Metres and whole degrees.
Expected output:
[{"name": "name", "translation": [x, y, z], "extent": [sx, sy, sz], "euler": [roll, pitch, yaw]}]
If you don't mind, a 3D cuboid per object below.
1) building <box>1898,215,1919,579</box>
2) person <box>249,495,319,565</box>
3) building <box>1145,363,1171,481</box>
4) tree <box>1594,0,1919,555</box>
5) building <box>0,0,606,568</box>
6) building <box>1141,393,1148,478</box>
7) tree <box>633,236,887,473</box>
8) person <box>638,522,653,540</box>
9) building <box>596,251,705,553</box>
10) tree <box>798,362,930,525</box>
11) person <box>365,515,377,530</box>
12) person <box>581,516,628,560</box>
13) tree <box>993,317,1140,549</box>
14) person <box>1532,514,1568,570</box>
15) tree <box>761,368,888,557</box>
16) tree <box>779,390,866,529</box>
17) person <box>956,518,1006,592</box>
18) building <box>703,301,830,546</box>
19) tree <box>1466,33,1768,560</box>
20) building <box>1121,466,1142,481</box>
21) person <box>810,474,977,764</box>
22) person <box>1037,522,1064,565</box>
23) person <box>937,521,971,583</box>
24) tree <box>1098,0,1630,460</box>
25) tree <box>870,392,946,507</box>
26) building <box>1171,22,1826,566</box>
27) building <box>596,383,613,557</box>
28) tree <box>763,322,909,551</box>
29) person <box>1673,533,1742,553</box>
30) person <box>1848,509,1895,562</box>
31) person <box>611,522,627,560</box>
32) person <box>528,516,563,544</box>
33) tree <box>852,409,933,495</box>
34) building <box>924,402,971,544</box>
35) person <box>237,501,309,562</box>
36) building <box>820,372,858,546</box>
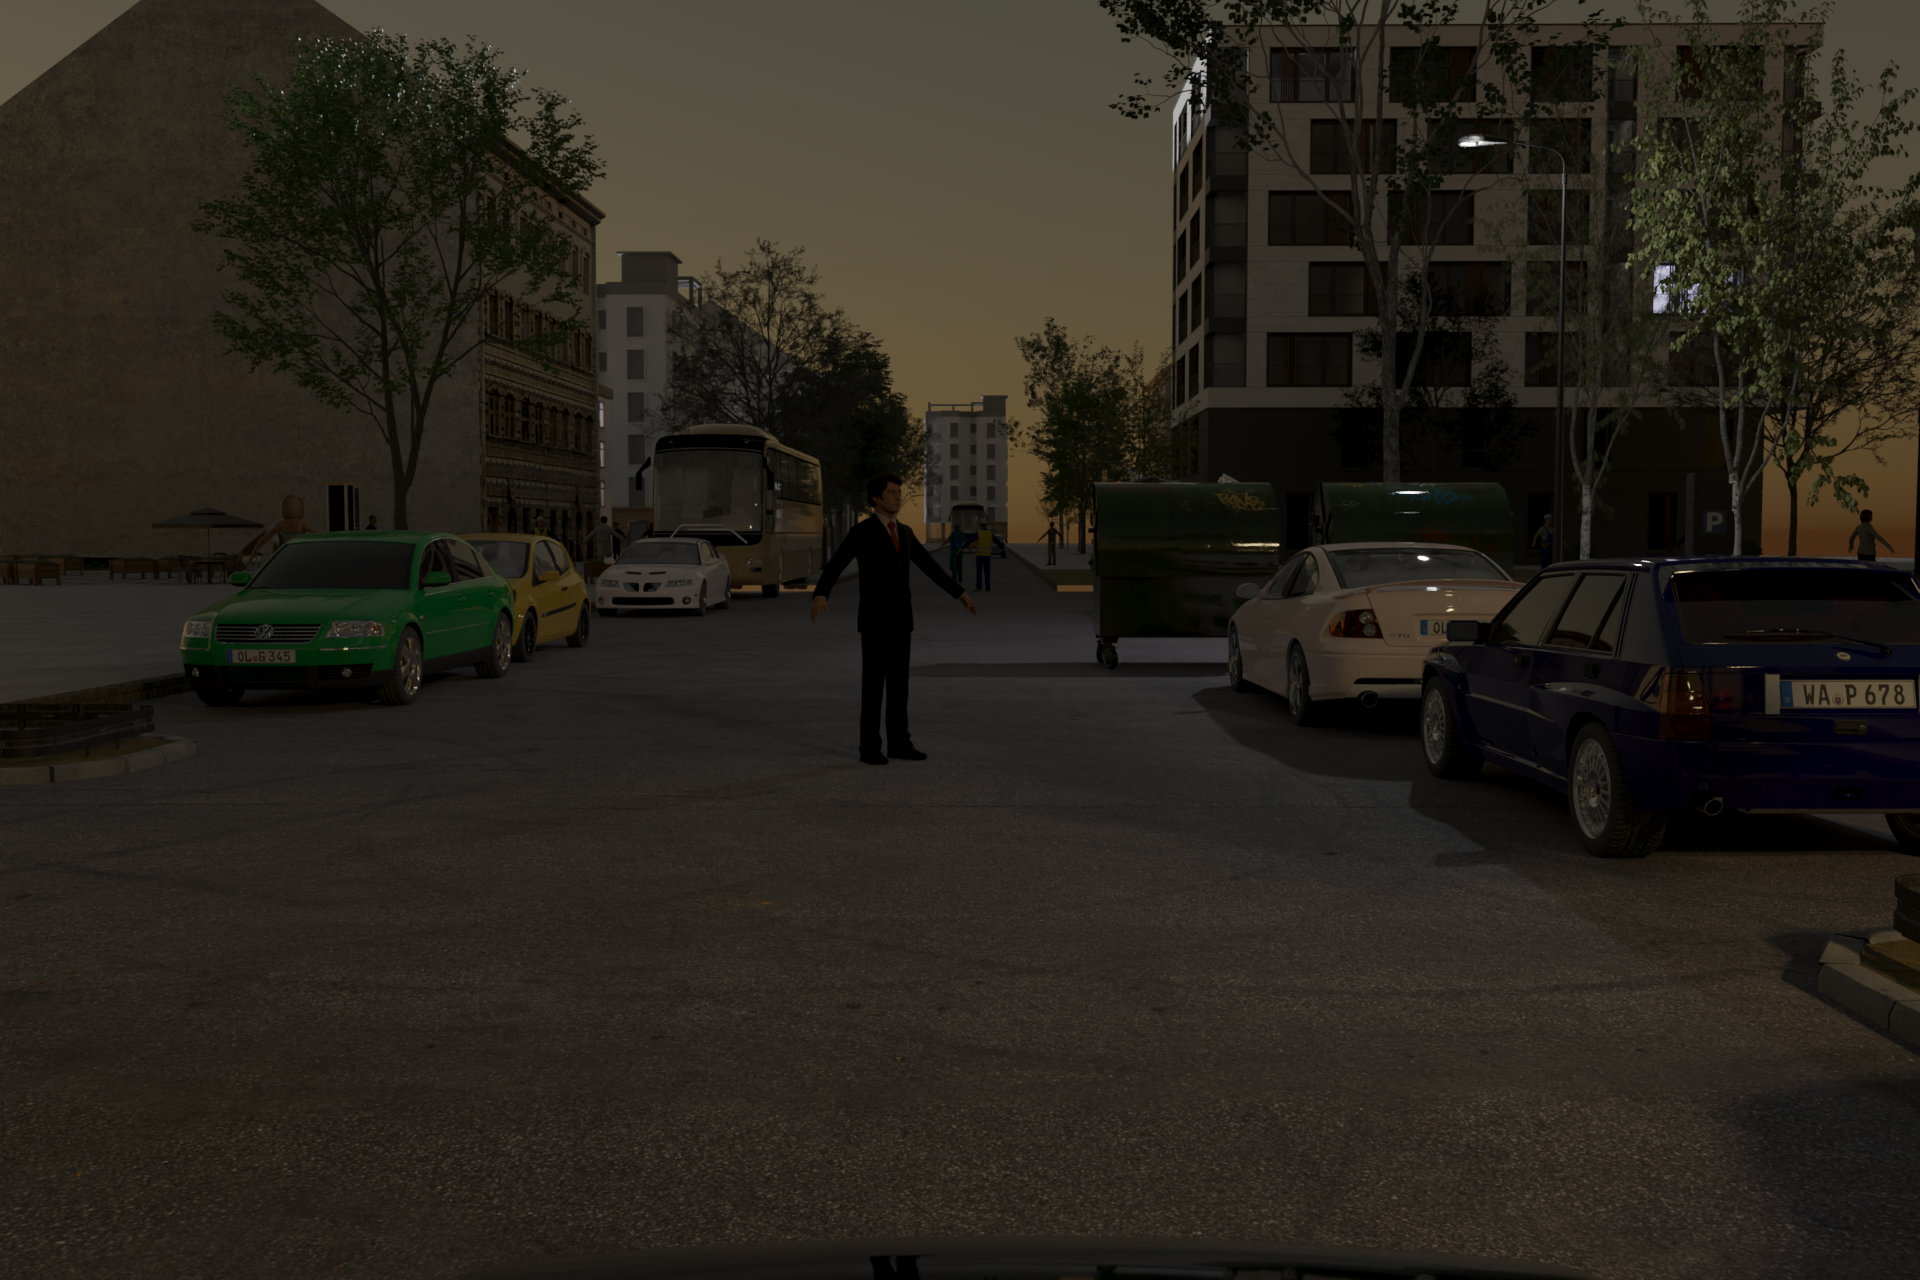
[{"name": "building", "translation": [30.292, -15.422, 31.742], "extent": [16.754, 29.471, 25.880], "euler": [0, 4, 1]}, {"name": "person", "translation": [-8.013, -0.877, 20.956], "extent": [1.214, 1.753, 0.721], "euler": [0, 4, 1]}, {"name": "building", "translation": [28.429, -20.697, 169.325], "extent": [19.493, 23.208, 18.063], "euler": [0, 4, 1]}, {"name": "tree", "translation": [9.731, -4.330, 21.160], "extent": [4.737, 8.622, 4.395], "euler": [0, 3, 0]}, {"name": "building", "translation": [-26.759, -14.831, 73.415], "extent": [19.493, 23.208, 18.063], "euler": [0, 4, 2]}, {"name": "building", "translation": [29.843, -21.831, 187.862], "extent": [19.493, 23.208, 18.063], "euler": [0, 4, 1]}, {"name": "tree", "translation": [-7.893, -9.808, 70.731], "extent": [12.009, 13.543, 11.850], "euler": [0, 3, 0]}, {"name": "person", "translation": [-14.138, -4.513, 79.569], "extent": [1.354, 1.856, 0.705], "euler": [-1, 4, -12]}, {"name": "building", "translation": [-24.350, -15.954, 117.262], "extent": [16.016, 20.090, 11.380], "euler": [0, 4, 1]}, {"name": "tree", "translation": [-7.207, -12.814, 119.872], "extent": [12.009, 13.543, 11.850], "euler": [0, 3, 0]}, {"name": "person", "translation": [-16.222, -2.552, 47.948], "extent": [0.704, 1.802, 1.346], "euler": [0, 4, 4]}, {"name": "person", "translation": [-10.242, -2.674, 49.911], "extent": [1.347, 1.806, 0.705], "euler": [0, 4, -5]}, {"name": "tree", "translation": [9.229, -17.934, 149.113], "extent": [12.611, 20.169, 13.585], "euler": [0, 3, 0]}, {"name": "person", "translation": [16.759, -2.660, 49.349], "extent": [1.347, 1.847, 0.705], "euler": [-2, 4, -28]}, {"name": "tree", "translation": [-7.364, -9.884, 96.013], "extent": [7.601, 10.594, 8.767], "euler": [1, 4, 16]}, {"name": "tree", "translation": [-7.610, -8.474, 88.912], "extent": [4.360, 8.622, 3.978], "euler": [0, 3, 0]}, {"name": "person", "translation": [0.567, -2.124, 43.160], "extent": [1.349, 1.833, 0.705], "euler": [-1, 4, -22]}, {"name": "building", "translation": [-23.137, -20.833, 171.553], "extent": [19.493, 23.208, 18.063], "euler": [0, 4, 1]}, {"name": "tree", "translation": [9.391, -4.657, 26.506], "extent": [4.360, 8.622, 3.978], "euler": [0, 3, 0]}, {"name": "building", "translation": [25.548, -16.693, 215.081], "extent": [9.099, 9.664, 28.070], "euler": [0, 4, 1]}, {"name": "person", "translation": [-0.447, -0.139, 10.914], "extent": [1.347, 1.806, 0.705], "euler": [-3, 5, -43]}, {"name": "person", "translation": [3.757, -3.968, 71.149], "extent": [1.348, 1.796, 0.705], "euler": [-2, 4, -33]}, {"name": "person", "translation": [-0.122, -2.561, 50.451], "extent": [1.347, 1.817, 0.704], "euler": [-3, 5, -44]}, {"name": "tree", "translation": [8.264, -11.120, 37.709], "extent": [12.611, 20.169, 13.585], "euler": [0, 3, 0]}, {"name": "tree", "translation": [-6.521, -14.649, 149.873], "extent": [12.009, 13.543, 11.850], "euler": [0, 3, 0]}, {"name": "building", "translation": [24.204, -14.804, 86.023], "extent": [27.936, 21.610, 32.646], "euler": [0, 4, 1]}, {"name": "building", "translation": [-24.614, -9.679, 100.397], "extent": [9.099, 9.664, 28.070], "euler": [0, 4, 1]}, {"name": "tree", "translation": [-7.517, -12.199, 106.114], "extent": [9.857, 13.997, 8.962], "euler": [0, 3, 0]}, {"name": "person", "translation": [15.116, -1.776, 35.098], "extent": [1.348, 1.821, 0.705], "euler": [3, 5, 41]}, {"name": "person", "translation": [16.918, -1.556, 32.203], "extent": [0.721, 1.744, 1.215], "euler": [-1, 4, -9]}, {"name": "person", "translation": [-15.874, -4.526, 79.936], "extent": [1.347, 1.837, 0.705], "euler": [2, 4, 26]}, {"name": "person", "translation": [-11.419, -2.494, 47.244], "extent": [1.216, 1.772, 0.721], "euler": [-1, 4, -19]}, {"name": "tree", "translation": [-6.259, -12.957, 137.601], "extent": [9.928, 11.665, 9.643], "euler": [0, 3, 0]}, {"name": "building", "translation": [-4.573, -23.305, 239.916], "extent": [11.380, 20.090, 16.016], "euler": [0, 4, 1]}, {"name": "person", "translation": [-8.874, -0.982, 22.827], "extent": [1.217, 1.736, 0.721], "euler": [-2, 4, -33]}, {"name": "building", "translation": [-21.703, -20.726, 205.327], "extent": [16.747, 18.905, 31.486], "euler": [0, 4, 1]}]
